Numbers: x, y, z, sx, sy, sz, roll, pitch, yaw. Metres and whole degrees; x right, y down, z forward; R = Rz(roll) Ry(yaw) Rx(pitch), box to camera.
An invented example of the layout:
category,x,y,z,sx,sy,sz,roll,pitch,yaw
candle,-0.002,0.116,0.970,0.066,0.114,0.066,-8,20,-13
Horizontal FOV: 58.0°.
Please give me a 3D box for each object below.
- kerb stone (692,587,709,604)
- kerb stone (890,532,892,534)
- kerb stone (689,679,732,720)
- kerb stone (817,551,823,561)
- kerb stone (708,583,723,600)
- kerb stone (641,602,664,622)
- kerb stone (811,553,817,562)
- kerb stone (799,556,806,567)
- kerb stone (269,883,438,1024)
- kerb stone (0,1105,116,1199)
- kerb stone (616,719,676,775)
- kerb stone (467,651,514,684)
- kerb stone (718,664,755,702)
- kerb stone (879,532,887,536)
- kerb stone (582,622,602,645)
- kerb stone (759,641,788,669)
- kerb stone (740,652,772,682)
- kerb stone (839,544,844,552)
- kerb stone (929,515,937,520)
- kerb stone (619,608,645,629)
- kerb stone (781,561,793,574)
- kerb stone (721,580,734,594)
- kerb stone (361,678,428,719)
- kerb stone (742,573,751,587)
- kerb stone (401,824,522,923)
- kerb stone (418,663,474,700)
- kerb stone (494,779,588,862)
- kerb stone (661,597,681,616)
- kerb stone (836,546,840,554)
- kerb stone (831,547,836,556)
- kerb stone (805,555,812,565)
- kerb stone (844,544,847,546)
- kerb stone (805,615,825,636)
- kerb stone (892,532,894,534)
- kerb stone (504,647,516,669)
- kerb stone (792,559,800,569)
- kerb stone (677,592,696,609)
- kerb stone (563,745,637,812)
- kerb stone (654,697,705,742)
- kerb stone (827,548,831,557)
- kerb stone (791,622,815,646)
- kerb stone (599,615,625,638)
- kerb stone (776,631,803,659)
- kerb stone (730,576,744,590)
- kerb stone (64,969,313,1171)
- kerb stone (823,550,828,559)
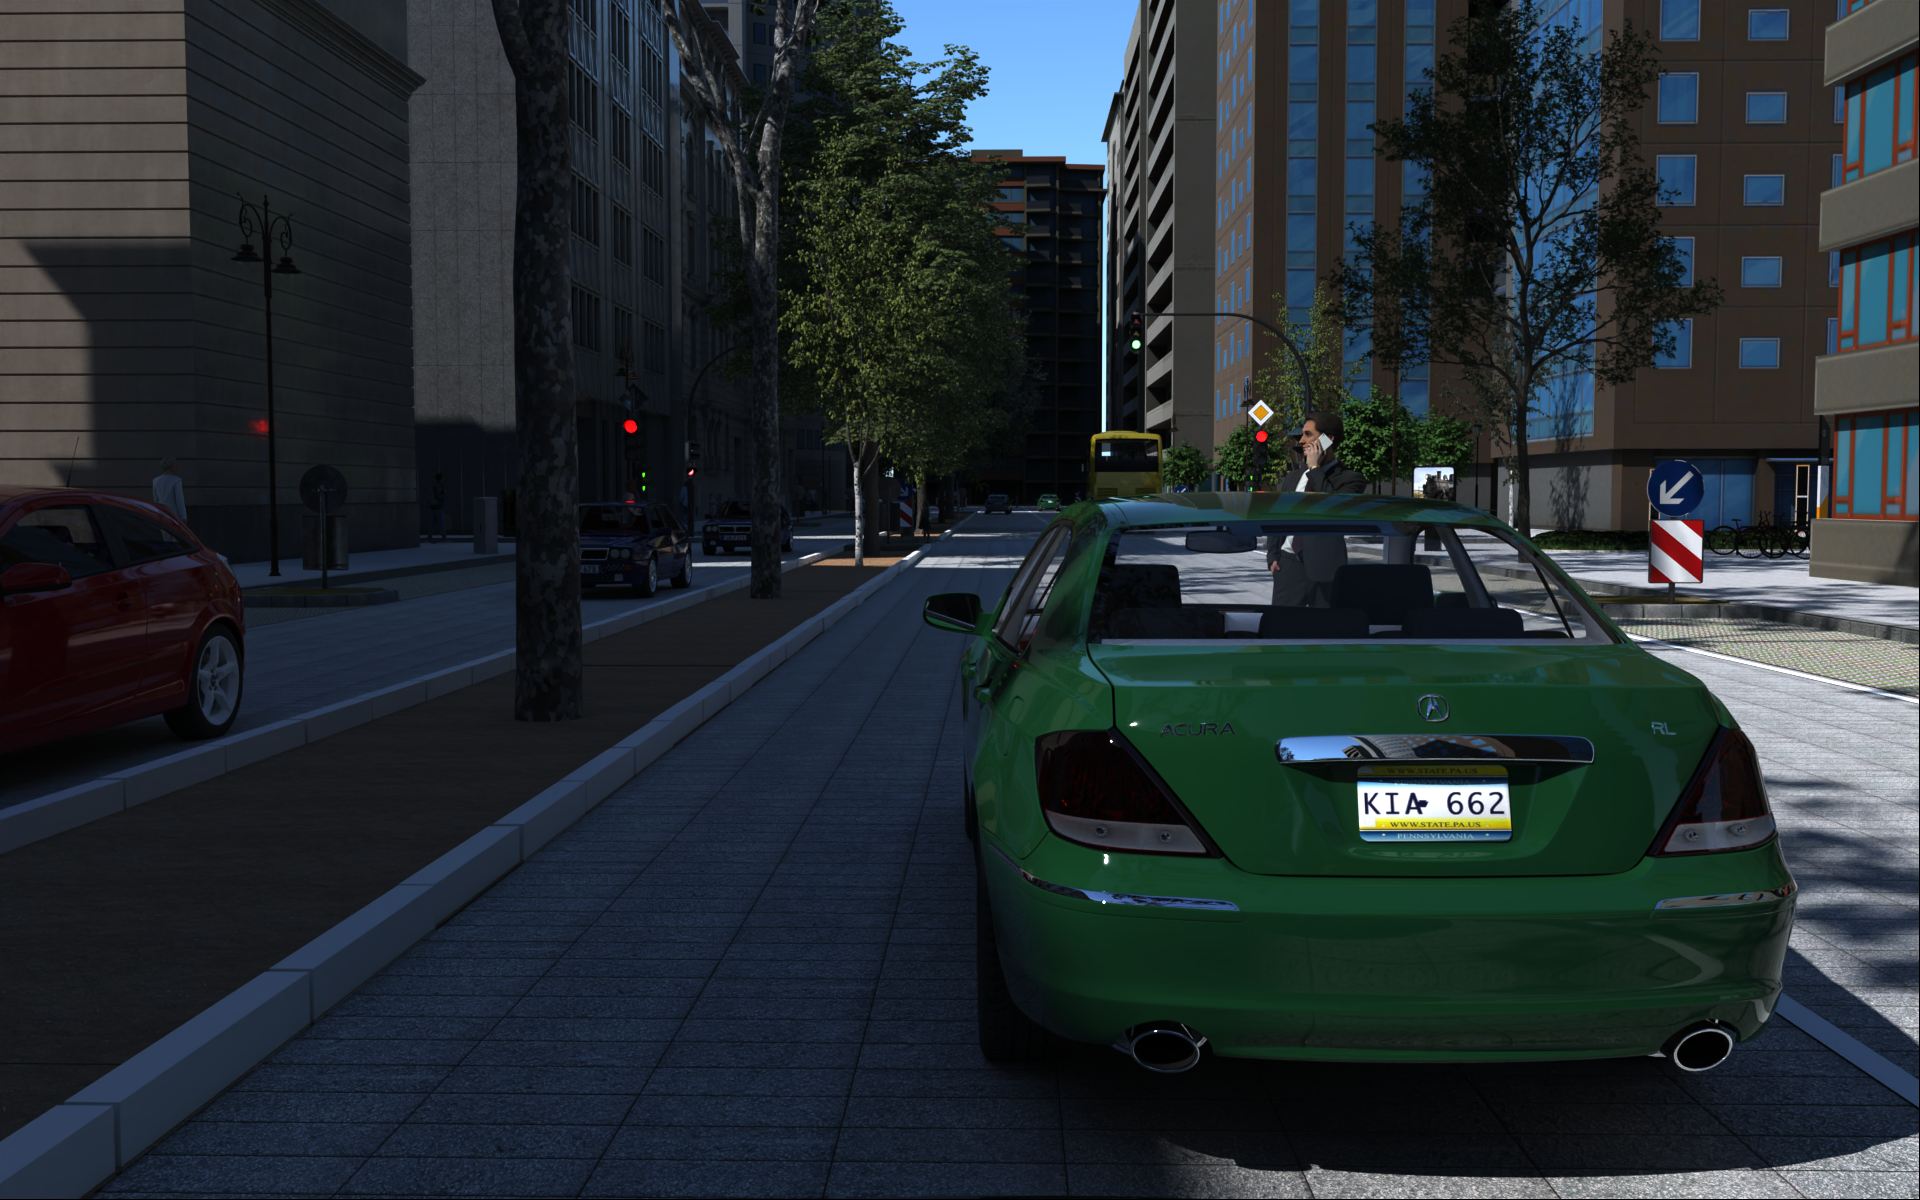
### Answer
category,x,y,z,sx,sy,sz,roll,pitch,yaw
kerb stone,-3.466,-0.031,22.701,0.120,0.150,1.000,0,4,1
kerb stone,-2.533,-2.317,60.103,0.120,0.150,1.000,0,4,1
kerb stone,-1.650,0.666,11.341,0.120,0.150,1.000,0,4,1
kerb stone,-3.103,-0.904,37.023,0.120,0.150,1.000,0,4,1
kerb stone,-3.429,-0.093,23.722,0.120,0.150,1.000,0,4,1
kerb stone,-3.541,0.158,19.613,0.120,0.150,1.000,0,4,1
kerb stone,-3.130,-0.842,36.001,0.120,0.150,1.000,0,4,1
kerb stone,-3.178,-0.719,33.958,0.120,0.150,1.000,0,4,1
kerb stone,-1.794,1.041,5.182,0.120,0.150,1.000,0,4,1
kerb stone,-1.848,1.166,3.139,0.120,0.150,1.000,0,4,1
kerb stone,-1.693,0.790,9.292,0.120,0.150,1.000,0,4,1
kerb stone,-3.690,0.536,13.457,0.120,0.150,1.000,0,4,1
kerb stone,-1.617,0.602,12.363,0.120,0.150,1.000,0,4,1
kerb stone,-2.585,-2.191,58.059,0.120,0.150,1.000,0,4,1
kerb stone,-3.621,0.347,16.536,0.120,0.150,1.000,0,4,1
kerb stone,-1.574,0.476,14.409,0.120,0.150,1.000,0,4,1
kerb stone,-1.602,0.539,13.387,0.120,0.150,1.000,0,4,1
kerb stone,-2.981,-1.221,42.152,0.120,0.150,1.000,0,4,1
kerb stone,-1.539,-4.767,100.130,0.120,0.150,1.000,0,4,1
kerb stone,-3.566,0.221,18.583,0.120,0.150,1.000,0,4,1
kerb stone,-3.240,-0.594,31.908,0.120,0.150,1.000,0,4,1
kerb stone,-3.408,-0.151,24.744,0.120,0.150,1.000,0,4,1
kerb stone,-3.746,0.660,11.405,0.120,0.150,1.000,0,4,1
kerb stone,-3.360,-0.279,26.787,0.120,0.150,1.000,0,4,1
kerb stone,-1.778,0.981,6.212,0.120,0.150,1.000,0,4,1
kerb stone,-3.720,0.597,12.435,0.120,0.150,1.000,0,4,1
kerb stone,-1.743,0.915,7.235,0.120,0.150,1.000,0,4,1
kerb stone,-3.512,0.096,20.650,0.120,0.150,1.000,0,4,1
kerb stone,-3.010,-1.152,41.123,0.120,0.150,1.000,0,4,1
kerb stone,-3.028,-1.090,40.094,0.120,0.150,1.000,0,4,1
kerb stone,-3.159,-0.776,34.980,0.120,0.150,1.000,0,4,1
kerb stone,-2.959,-1.284,43.182,0.120,0.150,1.000,0,4,1
kerb stone,-1.501,0.287,17.496,0.120,0.150,1.000,0,4,1
kerb stone,-2.514,-2.381,61.124,0.120,0.150,1.000,0,4,1
kerb stone,-3.668,0.472,14.482,0.120,0.150,1.000,0,4,1
kerb stone,-3.216,-0.657,32.937,0.120,0.150,1.000,0,4,1
kerb stone,-3.489,0.032,21.679,0.120,0.150,1.000,0,4,1
kerb stone,-1.720,0.853,8.256,0.120,0.150,1.000,0,4,1
kerb stone,-1.680,0.727,10.317,0.120,0.150,1.000,0,4,1
kerb stone,-3.066,-1.029,39.072,0.120,0.150,1.000,0,4,1
kerb stone,-1.522,0.350,16.474,0.120,0.150,1.000,0,4,1
kerb stone,-3.588,0.288,17.561,0.120,0.150,1.000,0,4,1
kerb stone,-1.541,0.413,15.446,0.120,0.150,1.000,0,4,1
kerb stone,-3.393,-0.218,25.766,0.120,0.150,1.000,0,4,1
kerb stone,-1.821,1.105,4.160,0.120,0.150,1.000,0,4,1
kerb stone,-3.076,-0.969,38.050,0.120,0.150,1.000,0,4,1
